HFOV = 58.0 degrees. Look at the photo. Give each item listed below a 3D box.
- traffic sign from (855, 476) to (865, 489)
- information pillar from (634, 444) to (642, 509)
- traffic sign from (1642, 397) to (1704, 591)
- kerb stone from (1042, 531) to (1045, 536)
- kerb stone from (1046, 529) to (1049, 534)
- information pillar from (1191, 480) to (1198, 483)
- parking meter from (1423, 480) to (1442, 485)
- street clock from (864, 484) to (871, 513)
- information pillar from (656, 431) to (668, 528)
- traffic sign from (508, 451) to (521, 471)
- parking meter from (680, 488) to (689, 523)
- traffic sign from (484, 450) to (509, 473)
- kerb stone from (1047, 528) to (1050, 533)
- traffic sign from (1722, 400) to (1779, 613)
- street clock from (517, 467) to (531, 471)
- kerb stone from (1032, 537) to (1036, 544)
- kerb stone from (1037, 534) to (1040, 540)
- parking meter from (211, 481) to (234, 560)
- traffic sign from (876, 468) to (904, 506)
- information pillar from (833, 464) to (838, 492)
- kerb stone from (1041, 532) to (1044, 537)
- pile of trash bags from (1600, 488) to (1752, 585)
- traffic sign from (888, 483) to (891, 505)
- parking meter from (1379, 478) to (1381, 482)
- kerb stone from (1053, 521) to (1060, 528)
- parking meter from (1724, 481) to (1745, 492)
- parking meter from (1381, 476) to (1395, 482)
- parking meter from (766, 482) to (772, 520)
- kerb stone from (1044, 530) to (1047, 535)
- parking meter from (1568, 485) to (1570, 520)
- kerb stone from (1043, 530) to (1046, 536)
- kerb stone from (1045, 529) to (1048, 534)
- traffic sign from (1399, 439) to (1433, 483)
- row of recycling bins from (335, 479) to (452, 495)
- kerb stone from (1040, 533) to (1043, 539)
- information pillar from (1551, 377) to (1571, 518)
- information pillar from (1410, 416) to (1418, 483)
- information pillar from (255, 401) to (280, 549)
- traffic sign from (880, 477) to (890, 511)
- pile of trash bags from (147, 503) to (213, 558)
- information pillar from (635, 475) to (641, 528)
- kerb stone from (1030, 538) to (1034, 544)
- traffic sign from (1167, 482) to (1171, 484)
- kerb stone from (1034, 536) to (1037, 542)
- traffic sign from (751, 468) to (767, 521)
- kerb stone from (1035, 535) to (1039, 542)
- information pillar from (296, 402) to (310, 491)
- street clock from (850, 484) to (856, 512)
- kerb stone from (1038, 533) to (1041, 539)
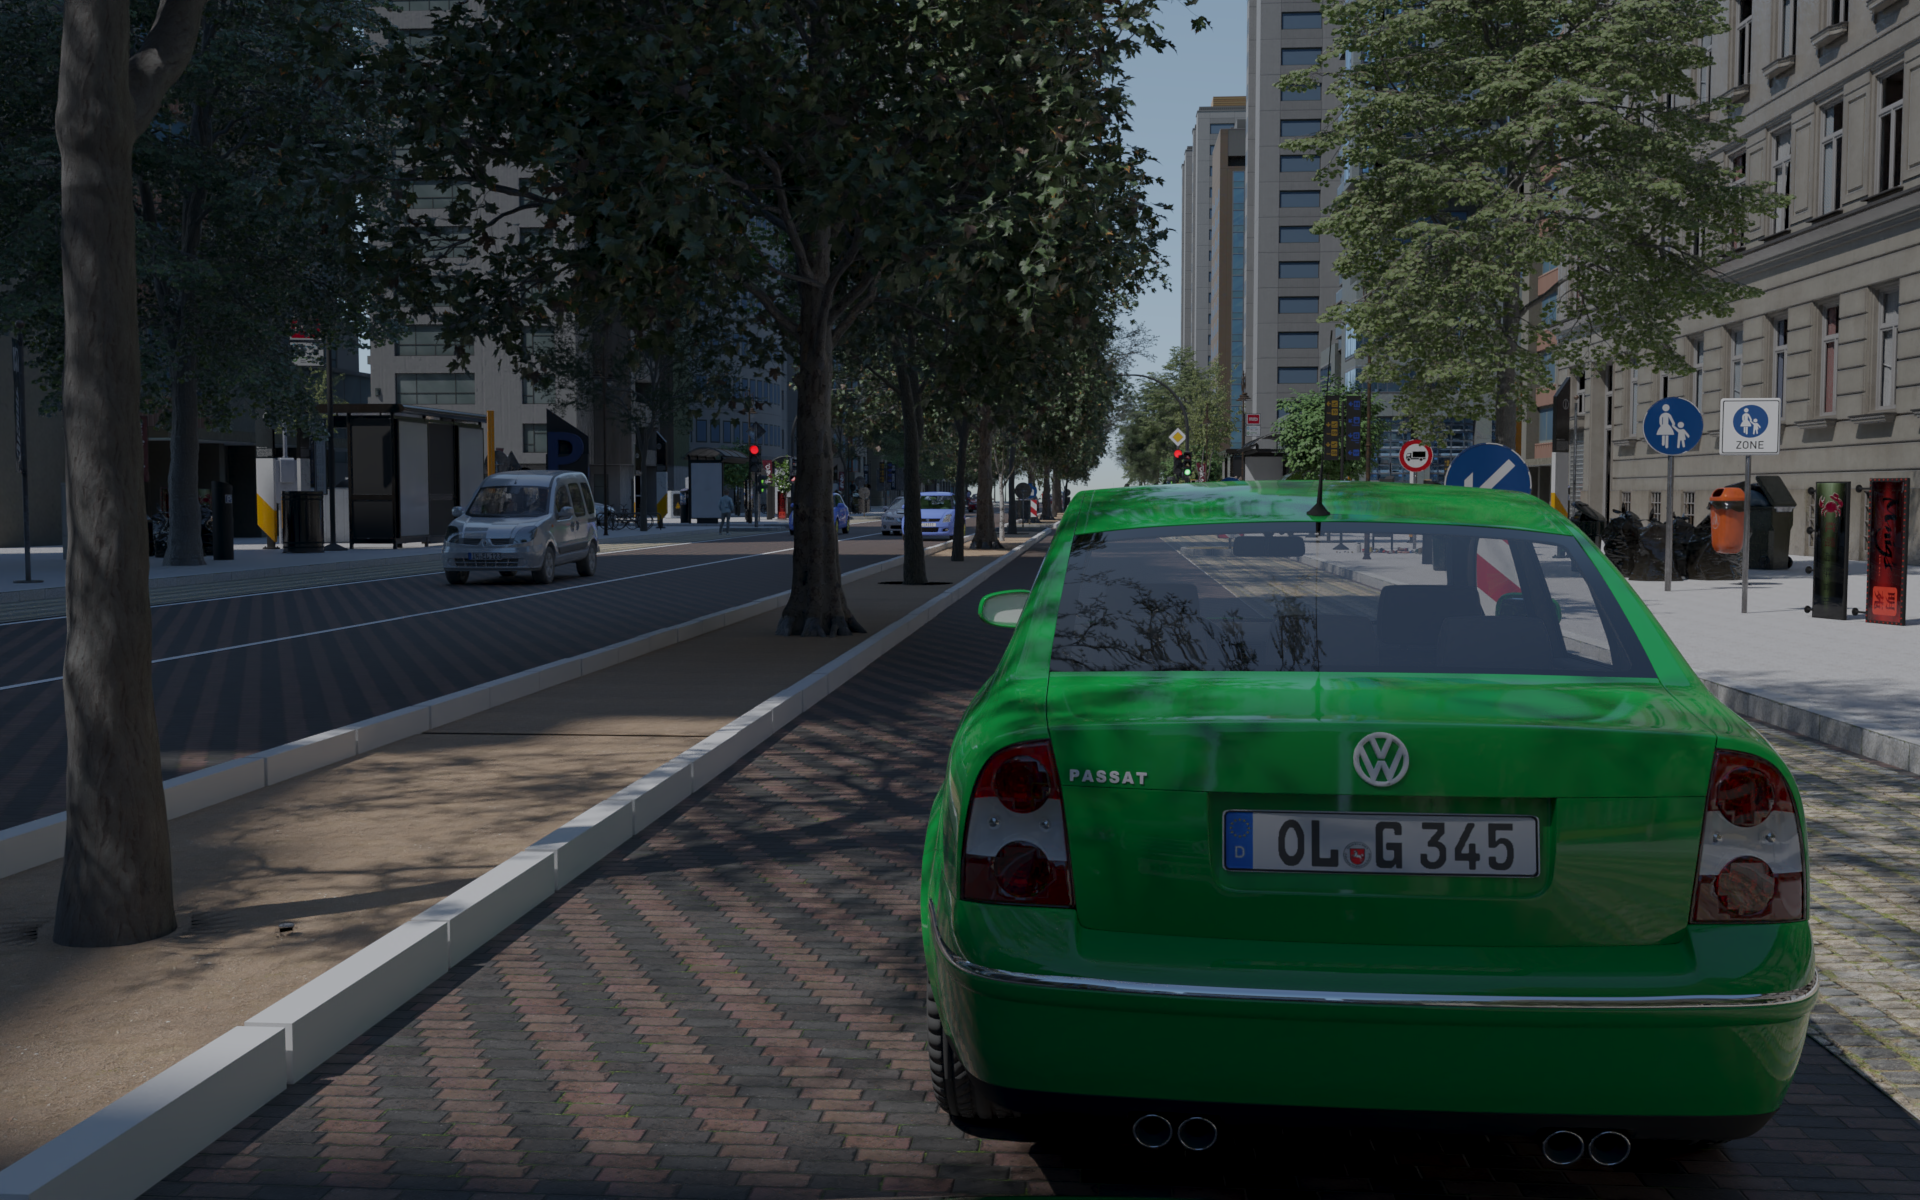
[{"bbox_3d":[-7.127,-7.527,123.168,0.768,2.556,0.104,1,4,11],"label":"traffic sign"},{"bbox_3d":[-14.986,-5.460,80.631,0.183,3.616,0.504,2,4,32],"label":"information pillar"},{"bbox_3d":[9.343,-1.387,22.783,0.768,2.556,0.104,0,4,7],"label":"traffic sign"},{"bbox_3d":[2.565,-2.055,55.789,0.120,0.150,1.000,0,4,5],"label":"kerb stone"},{"bbox_3d":[2.909,-2.304,59.864,0.120,0.150,1.000,0,4,5],"label":"kerb stone"},{"bbox_3d":[12.004,-5.151,88.703,0.304,2.012,0.304,2,4,29],"label":"information pillar"},{"bbox_3d":[8.644,-1.421,31.641,0.372,1.533,0.369,0,3,0],"label":"parking meter"},{"bbox_3d":[-6.390,-7.061,120.017,0.471,2.002,0.358,0,4,-4],"label":"street clock"},{"bbox_3d":[-11.123,-4.480,64.596,0.504,3.616,0.183,2,4,32],"label":"information pillar"},{"bbox_3d":[-13.457,-3.179,51.980,0.884,2.594,0.081,1,4,10],"label":"traffic sign"},{"bbox_3d":[-12.214,-4.180,76.751,0.372,1.533,0.369,0,3,0],"label":"parking meter"},{"bbox_3d":[-13.543,-3.091,50.637,0.768,2.556,0.104,0,4,8],"label":"traffic sign"},{"bbox_3d":[2.992,-2.366,60.884,0.120,0.150,1.000,0,4,5],"label":"kerb stone"},{"bbox_3d":[8.445,-1.006,18.582,0.606,2.300,0.079,0,4,8],"label":"traffic sign"},{"bbox_3d":[-11.711,-2.571,46.608,0.471,2.002,0.358,-1,4,-17],"label":"street clock"},{"bbox_3d":[1.979,-1.614,48.620,0.120,0.150,1.000,0,4,5],"label":"kerb stone"},{"bbox_3d":[2.232,-1.803,51.681,0.120,0.150,1.000,0,4,5],"label":"kerb stone"},{"bbox_3d":[-14.361,-1.549,33.738,0.372,1.533,0.369,0,3,0],"label":"parking meter"},{"bbox_3d":[-5.355,-8.571,134.009,2.265,3.308,0.079,1,4,10],"label":"traffic sign"},{"bbox_3d":[-9.735,-8.766,134.675,0.504,3.616,0.183,0,4,-7],"label":"information pillar"},{"bbox_3d":[2.489,-1.986,54.764,0.120,0.150,1.000,0,4,5],"label":"kerb stone"},{"bbox_3d":[10.821,-0.979,25.755,1.912,1.369,3.447,0,3,0],"label":"pile of trash bags"},{"bbox_3d":[-5.164,-7.871,128.798,0.768,2.556,0.104,0,4,5],"label":"traffic sign"},{"bbox_3d":[15.696,-3.568,64.046,0.399,1.863,0.255,0,4,7],"label":"parking meter"},{"bbox_3d":[4.305,-3.339,76.789,0.120,0.150,1.000,0,4,5],"label":"kerb stone"},{"bbox_3d":[14.867,-1.521,33.278,0.372,1.533,0.369,0,3,0],"label":"parking meter"},{"bbox_3d":[13.761,-3.048,55.539,0.255,1.863,0.399,2,4,26],"label":"parking meter"},{"bbox_3d":[-9.494,-4.927,86.263,0.255,1.863,0.399,-1,4,-13],"label":"parking meter"},{"bbox_3d":[2.744,-2.173,57.826,0.120,0.150,1.000,0,4,5],"label":"kerb stone"},{"bbox_3d":[16.926,-2.460,48.632,0.372,1.533,0.369,0,3,0],"label":"parking meter"},{"bbox_3d":[2.660,-2.117,56.807,0.120,0.150,1.000,0,4,5],"label":"kerb stone"},{"bbox_3d":[2.820,-2.232,58.846,0.120,0.150,1.000,0,4,5],"label":"kerb stone"},{"bbox_3d":[10.589,-2.457,40.273,0.768,2.556,0.104,1,4,14],"label":"traffic sign"},{"bbox_3d":[-15.671,-2.534,48.537,3.534,1.692,1.069,-2,4,-32],"label":"row of recycling bins"},{"bbox_3d":[2.404,-1.929,53.735,0.120,0.150,1.000,0,4,5],"label":"kerb stone"},{"bbox_3d":[11.956,-2.637,34.475,0.504,3.616,0.183,-3,4,-39],"label":"information pillar"},{"bbox_3d":[11.901,-3.308,45.439,0.183,3.616,0.504,2,4,28],"label":"information pillar"},{"bbox_3d":[-16.119,-2.991,40.257,0.504,3.616,0.183,1,4,17],"label":"information pillar"},{"bbox_3d":[-5.501,-7.750,126.812,0.768,2.556,0.104,1,4,14],"label":"traffic sign"},{"bbox_3d":[-17.015,-1.603,35.965,3.447,1.369,1.912,1,4,16],"label":"pile of trash bags"},{"bbox_3d":[-12.131,-3.746,65.736,0.304,2.012,0.304,1,4,22],"label":"information pillar"},{"bbox_3d":[1.893,-1.554,47.597,0.120,0.150,1.000,0,4,5],"label":"kerb stone"},{"bbox_3d":[15.087,-7.532,123.251,0.768,2.556,0.104,1,4,14],"label":"traffic sign"},{"bbox_3d":[2.058,-1.678,49.639,0.120,0.150,1.000,0,4,5],"label":"kerb stone"},{"bbox_3d":[-9.399,-4.948,81.006,0.768,2.556,0.104,1,4,10],"label":"traffic sign"},{"bbox_3d":[2.152,-1.741,50.661,0.120,0.150,1.000,0,4,5],"label":"kerb stone"},{"bbox_3d":[-15.346,-3.004,40.475,0.183,3.616,0.504,0,4,6],"label":"information pillar"},{"bbox_3d":[-7.811,-7.438,126.188,0.358,2.002,0.471,-3,4,-36],"label":"street clock"},{"bbox_3d":[2.326,-1.866,52.711,0.120,0.150,1.000,0,4,5],"label":"kerb stone"}]
